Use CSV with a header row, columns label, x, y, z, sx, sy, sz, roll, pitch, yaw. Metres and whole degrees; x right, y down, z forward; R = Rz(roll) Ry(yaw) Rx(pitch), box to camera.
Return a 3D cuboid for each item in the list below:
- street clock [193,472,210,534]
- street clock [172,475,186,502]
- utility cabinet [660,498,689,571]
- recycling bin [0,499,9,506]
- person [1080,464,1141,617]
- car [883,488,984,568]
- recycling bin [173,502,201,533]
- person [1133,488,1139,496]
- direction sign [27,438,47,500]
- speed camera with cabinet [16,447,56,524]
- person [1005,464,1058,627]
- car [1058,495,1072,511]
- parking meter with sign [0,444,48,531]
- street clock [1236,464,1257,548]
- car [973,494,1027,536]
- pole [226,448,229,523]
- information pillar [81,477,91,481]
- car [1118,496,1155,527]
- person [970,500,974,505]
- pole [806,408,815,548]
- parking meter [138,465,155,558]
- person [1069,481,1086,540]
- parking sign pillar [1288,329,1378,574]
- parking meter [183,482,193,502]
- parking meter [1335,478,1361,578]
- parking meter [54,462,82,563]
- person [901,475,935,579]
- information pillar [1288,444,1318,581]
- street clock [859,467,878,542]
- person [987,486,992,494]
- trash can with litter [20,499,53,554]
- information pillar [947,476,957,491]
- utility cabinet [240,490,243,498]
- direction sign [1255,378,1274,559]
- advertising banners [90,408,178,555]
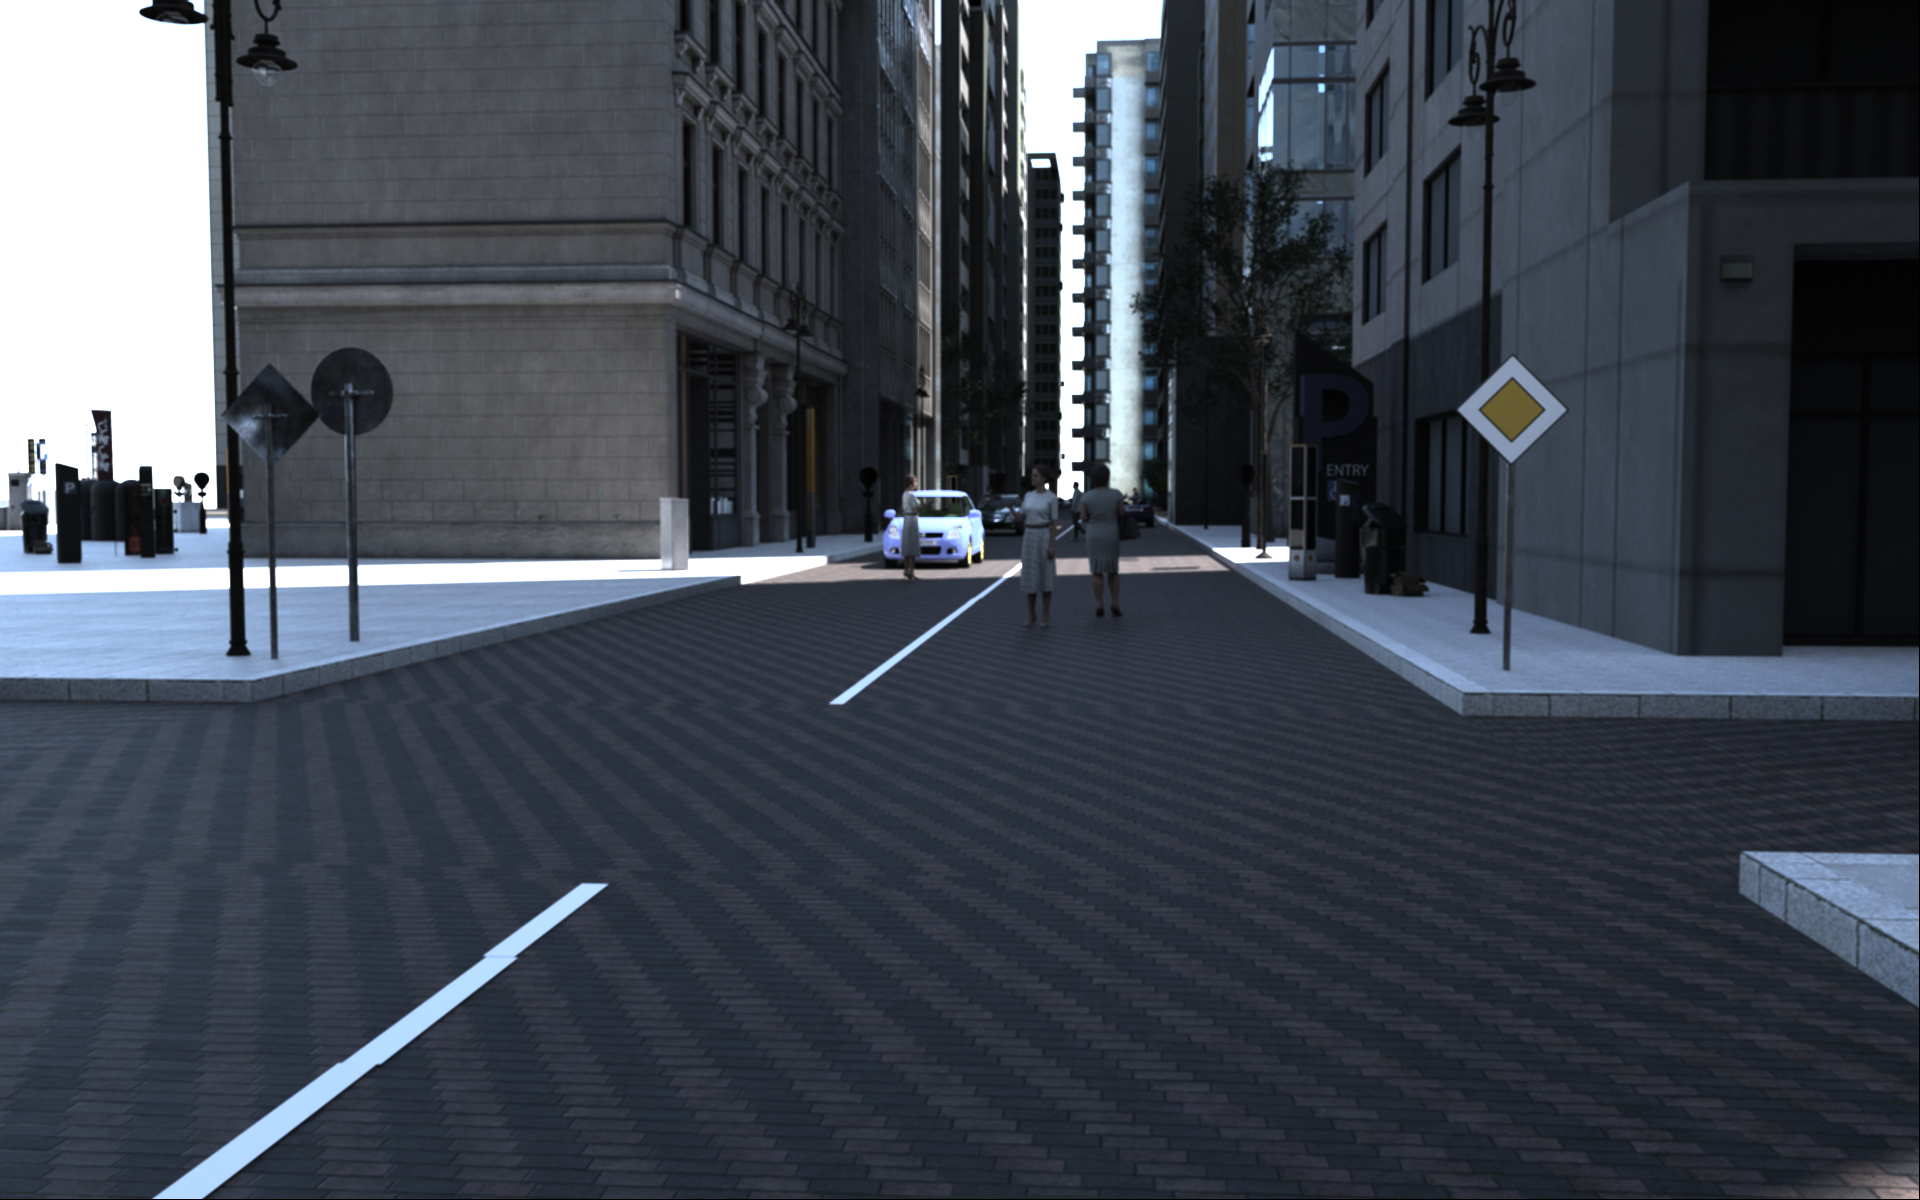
label,x,y,z,sx,sy,sz,roll,pitch,yaw
street clock,-24.564,-3.155,56.153,0.471,2.002,0.358,-2,4,-34
street clock,-30.041,-3.798,66.669,0.471,2.002,0.358,2,4,28
utility cabinet,-4.821,-1.108,29.276,0.306,1.237,1.020,-1,4,-21
recycling bin,-47.709,-4.540,86.775,0.722,1.027,0.722,2,4,27
person,1.769,-0.705,20.390,0.716,1.782,0.532,0,4,4
car,-0.500,-1.543,34.820,1.945,1.707,3.694,0,4,6
recycling bin,-25.902,-2.779,57.994,0.722,1.027,0.722,3,5,41
person,9.400,-5.197,93.916,0.568,1.767,0.683,1,4,20
direction sign,-37.393,-4.785,70.231,0.876,3.537,0.379,1,4,12
speed camera with cabinet,-39.448,-4.874,74.021,2.038,3.252,0.660,-2,4,-32
person,0.790,-0.586,18.658,0.480,1.755,0.524,2,4,30
car,9.122,-8.348,149.065,1.945,1.354,3.894,0,4,6
parking meter with sign,-32.737,-3.920,60.346,1.738,3.016,0.543,0,4,1
street clock,6.854,-2.256,41.453,0.471,2.002,0.358,1,4,21
car,1.425,-3.026,61.281,2.131,1.459,4.920,0,4,6
pole,-32.297,-5.058,76.546,0.158,3.312,0.155,0,3,0
information pillar,-38.038,-4.338,75.426,0.304,2.012,0.304,0,4,7
car,7.579,-3.868,75.823,1.945,1.354,3.894,0,4,4
person,0.237,-2.270,50.299,0.352,1.250,0.332,1,4,13
pole,-3.549,-2.893,41.143,0.158,3.312,0.155,0,3,0
parking meter,-16.448,-1.793,35.033,0.255,1.863,0.399,-1,4,-22
person,3.716,-2.783,53.842,0.795,1.843,0.661,2,4,34
parking sign pillar,6.123,-2.436,28.302,1.447,3.967,1.447,0,4,-2
parking meter,-37.305,-4.772,83.730,0.399,1.863,0.255,2,4,27
parking meter,5.944,-1.108,26.526,0.372,1.533,0.369,0,3,0
parking meter,-16.580,-1.622,32.229,0.399,1.863,0.255,-3,5,-45
person,-0.738,-1.229,29.161,0.524,1.755,0.480,-2,4,-27
information pillar,5.100,-1.299,25.738,0.304,2.012,0.304,-3,5,-43
street clock,-2.453,-2.560,46.432,0.471,2.002,0.358,-1,4,-11
person,1.258,-3.625,68.343,0.524,1.755,0.480,0,4,-3
trash can with litter,-19.858,-1.591,37.406,0.624,1.170,1.055,-3,5,-45
information pillar,-0.334,-4.009,70.040,0.304,2.012,0.304,-2,4,-32
utility cabinet,-36.927,-4.972,89.976,1.173,1.500,0.318,1,4,10
direction sign,6.043,-2.587,34.302,0.379,3.537,0.876,1,4,14
advertising banners,-17.350,-2.459,36.400,0.090,3.025,2.074,2,4,24
